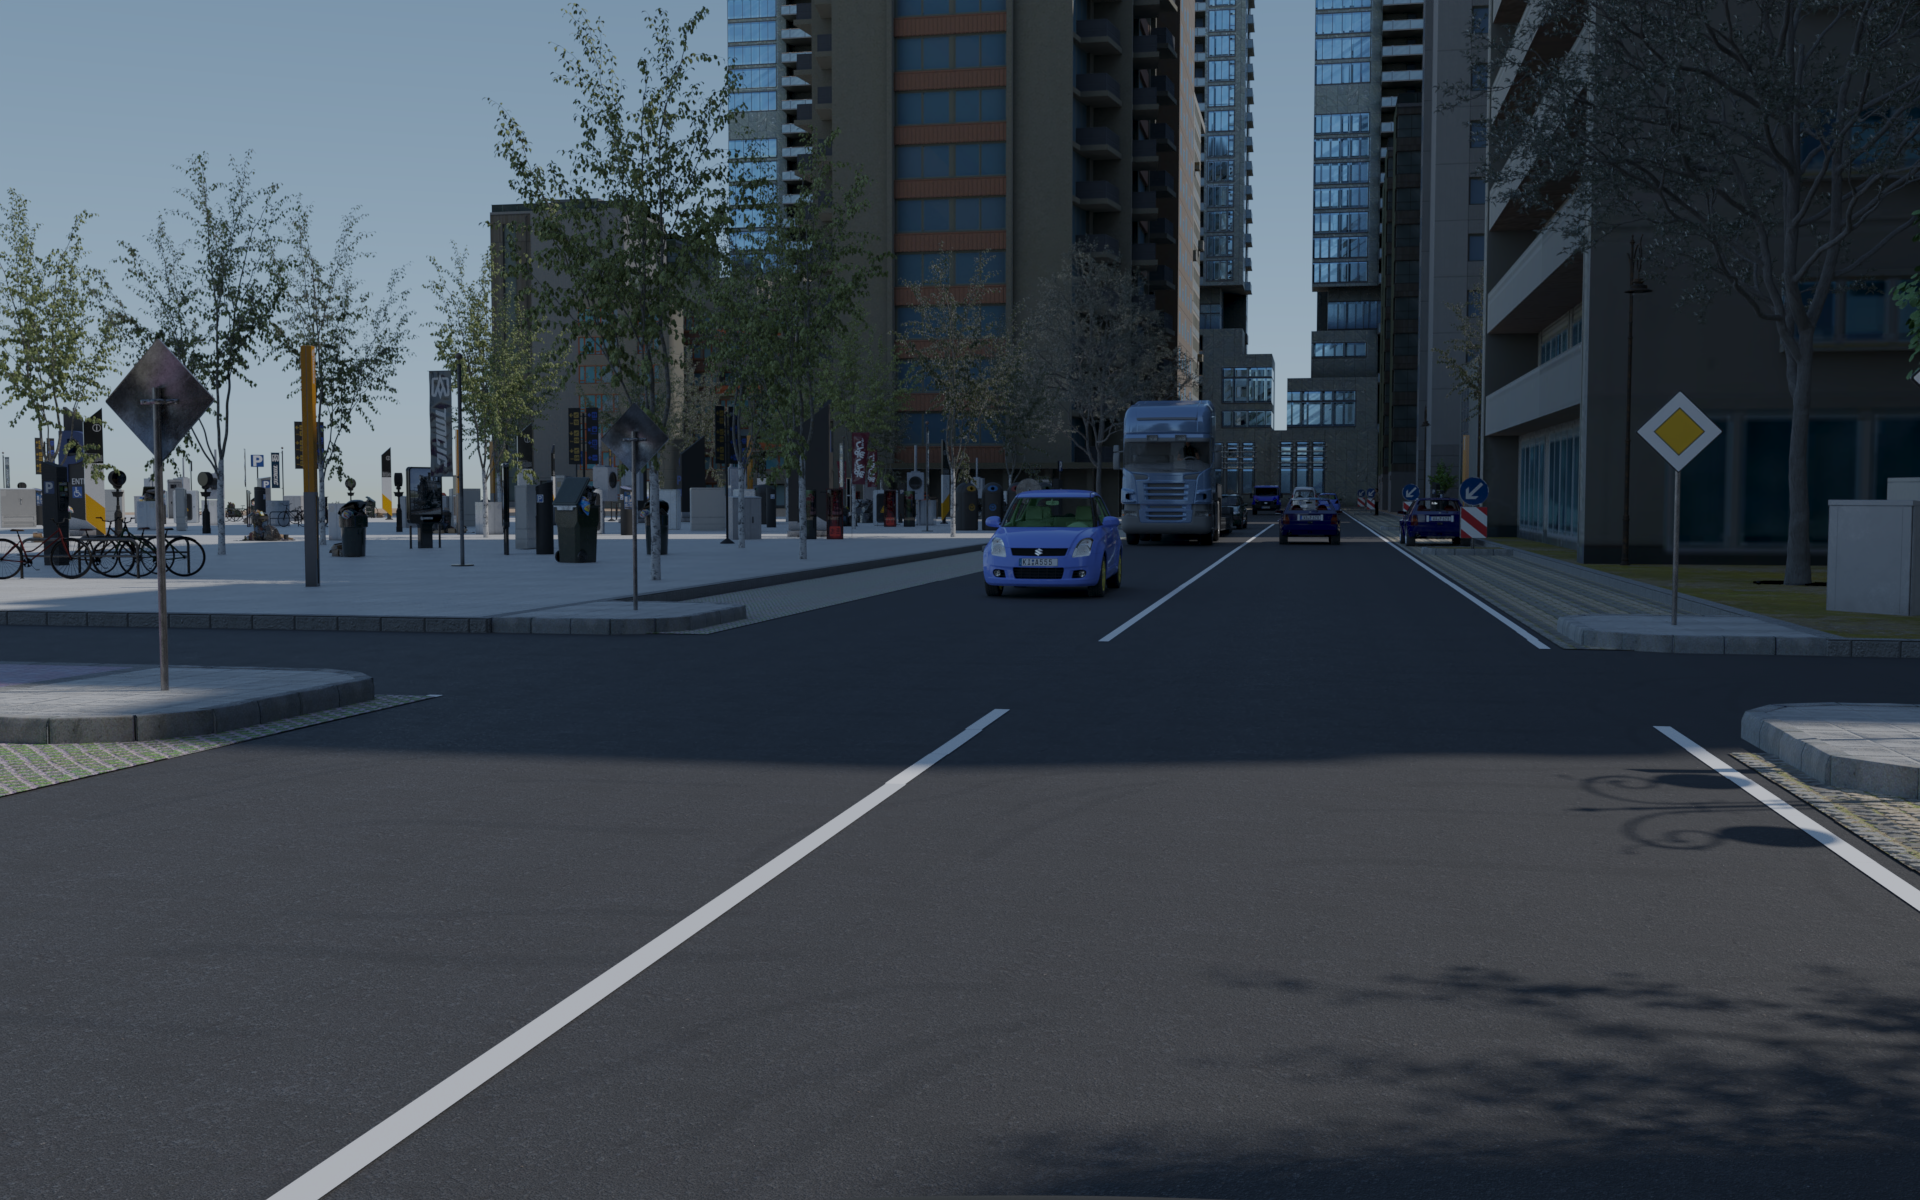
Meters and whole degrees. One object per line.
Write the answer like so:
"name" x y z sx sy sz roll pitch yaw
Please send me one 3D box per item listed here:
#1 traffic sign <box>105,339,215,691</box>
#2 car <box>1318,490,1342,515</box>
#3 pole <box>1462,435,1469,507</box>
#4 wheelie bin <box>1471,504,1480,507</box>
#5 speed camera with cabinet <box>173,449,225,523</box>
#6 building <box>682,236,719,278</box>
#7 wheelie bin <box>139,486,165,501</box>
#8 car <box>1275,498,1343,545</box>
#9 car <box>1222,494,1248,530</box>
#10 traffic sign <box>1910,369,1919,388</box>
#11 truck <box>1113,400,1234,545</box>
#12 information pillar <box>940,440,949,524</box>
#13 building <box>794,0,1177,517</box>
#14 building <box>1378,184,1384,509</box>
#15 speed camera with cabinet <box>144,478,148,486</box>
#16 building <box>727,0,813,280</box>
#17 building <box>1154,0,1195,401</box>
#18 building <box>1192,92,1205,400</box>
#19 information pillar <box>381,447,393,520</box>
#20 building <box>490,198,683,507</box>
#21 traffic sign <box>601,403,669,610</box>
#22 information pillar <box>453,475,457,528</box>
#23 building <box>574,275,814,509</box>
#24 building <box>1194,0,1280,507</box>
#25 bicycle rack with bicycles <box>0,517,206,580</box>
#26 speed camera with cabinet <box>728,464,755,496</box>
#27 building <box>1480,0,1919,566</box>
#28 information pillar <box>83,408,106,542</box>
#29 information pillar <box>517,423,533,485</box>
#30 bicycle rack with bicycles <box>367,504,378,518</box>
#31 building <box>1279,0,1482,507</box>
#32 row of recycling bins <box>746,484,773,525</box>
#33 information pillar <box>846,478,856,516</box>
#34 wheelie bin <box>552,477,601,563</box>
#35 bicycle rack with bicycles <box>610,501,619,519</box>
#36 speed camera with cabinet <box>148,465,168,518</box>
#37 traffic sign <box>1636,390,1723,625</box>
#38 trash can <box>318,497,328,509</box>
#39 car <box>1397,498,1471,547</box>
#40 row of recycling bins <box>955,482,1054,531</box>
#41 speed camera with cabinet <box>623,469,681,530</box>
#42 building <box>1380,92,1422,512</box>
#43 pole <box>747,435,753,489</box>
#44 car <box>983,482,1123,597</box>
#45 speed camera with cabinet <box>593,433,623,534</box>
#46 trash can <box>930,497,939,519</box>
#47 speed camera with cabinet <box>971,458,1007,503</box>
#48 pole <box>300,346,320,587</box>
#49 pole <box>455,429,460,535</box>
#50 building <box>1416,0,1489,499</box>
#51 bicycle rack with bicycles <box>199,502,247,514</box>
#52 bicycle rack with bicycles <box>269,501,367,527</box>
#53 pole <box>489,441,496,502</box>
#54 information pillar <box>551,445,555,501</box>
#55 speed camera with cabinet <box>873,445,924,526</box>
"traffic sign" -5.195 -0.466 11.258 0.795 2.450 0.064 1 4 12
"car" 25.898 -6.870 121.920 1.945 1.707 3.694 1 4 13
"pole" 17.466 -4.036 59.840 0.158 3.312 0.155 0 3 0
"wheelie bin" 19.436 -3.458 64.450 0.980 1.594 0.693 3 5 40
"speed camera with cabinet" -33.522 -5.011 76.267 2.038 3.252 0.660 -1 4 -14
"building" -35.723 -25.860 194.515 14.107 30.474 14.160 1 4 12
"wheelie bin" -32.842 -3.828 70.490 0.980 1.594 0.693 -3 4 -36
"car" 10.175 -2.319 50.500 1.945 1.354 3.894 1 4 10
"car" 10.879 -3.767 71.372 2.009 1.686 4.222 1 4 14
"traffic sign" 5.373 -0.332 9.066 0.795 2.450 0.064 1 4 12
"truck" 7.252 -4.028 55.620 2.967 4.110 18.799 1 4 11
"information pillar" -0.639 -5.092 74.608 0.183 3.616 0.504 3 4 37
"building" 1.876 -27.779 108.805 22.147 44.769 28.867 1 4 12
"building" 41.796 -22.645 141.947 14.160 30.474 14.107 1 4 12
"speed camera with cabinet" -44.216 -6.225 96.115 0.660 3.252 2.038 2 4 28
"building" -12.745 -53.816 192.568 31.000 86.520 22.319 1 4 12
"building" 9.982 -29.317 129.443 14.600 45.320 14.200 1 4 12
"building" 9.204 -28.247 153.724 23.993 40.220 32.217 1 4 12
"information pillar" -28.464 -5.790 86.015 0.504 3.616 0.183 -3 4 -37
"building" -37.312 -24.563 173.312 14.107 30.474 14.160 1 4 12
"traffic sign" -3.582 -0.944 19.079 0.795 2.450 0.064 1 4 12
"information pillar" -19.174 -3.774 66.194 0.304 2.012 0.304 -3 4 -38
"building" -16.703 -19.396 162.165 28.899 21.520 27.650 1 4 12
"building" 18.325 -53.416 186.030 31.000 86.520 22.319 1 4 12
"bicycle rack with bicycles" -13.187 -0.832 26.980 2.925 0.926 2.852 0 4 1
"speed camera with cabinet" -7.427 -3.938 58.730 0.660 3.252 2.038 -1 4 -19
"building" 24.002 -25.367 38.447 21.300 48.544 21.600 1 4 12
"information pillar" -23.376 -3.391 46.798 0.504 3.616 0.183 -2 4 -32
"information pillar" -14.242 -4.002 56.781 0.504 3.616 0.183 -2 4 -24
"bicycle rack with bicycles" -27.162 -3.763 74.908 2.925 0.926 2.852 0 4 3
"building" 48.702 -53.039 179.854 31.000 86.520 22.319 1 4 12
"row of recycling bins" -8.600 -4.125 74.549 1.069 1.692 3.534 -1 4 -14
"information pillar" -4.968 -4.556 78.985 0.304 2.012 0.304 -3 5 -43
"wheelie bin" -7.189 -1.503 32.478 0.980 1.594 0.693 2 4 33
"bicycle rack with bicycles" -17.555 -4.389 85.139 2.852 0.926 2.925 -1 4 -17
"speed camera with cabinet" -42.920 -6.108 94.195 2.038 3.252 0.660 1 4 15
"traffic sign" 6.986 -0.810 16.887 0.795 2.450 0.064 1 4 12
"trash can" -37.614 -5.534 102.138 0.748 1.137 0.748 0 3 0
"car" 13.231 -2.186 48.321 1.945 1.354 3.894 1 4 11
"row of recycling bins" 1.564 -3.290 60.911 3.534 1.692 1.069 0 4 3
"speed camera with cabinet" -11.129 -4.163 62.406 2.038 3.252 0.660 0 4 4
"building" 38.699 -21.718 126.794 14.160 30.474 14.107 1 4 12
"pole" -7.310 -4.067 60.333 0.158 3.312 0.155 0 3 0
"car" 1.400 -0.961 25.310 1.945 1.707 3.694 1 4 11
"speed camera with cabinet" -11.638 -3.728 55.296 0.660 3.252 2.038 1 4 16
"trash can" -1.400 -4.518 85.514 0.748 1.137 0.748 0 3 0
"speed camera with cabinet" 1.637 -6.134 94.630 2.038 3.252 0.660 1 4 14
"pole" -8.976 -1.840 23.924 0.158 3.312 0.155 0 3 0
"pole" -15.774 -3.712 54.540 0.158 3.312 0.155 0 3 0
"building" 38.663 -34.376 104.044 21.231 58.520 28.212 1 4 12
"bicycle rack with bicycles" -34.210 -4.103 80.467 2.925 0.926 2.852 0 4 -4
"bicycle rack with bicycles" -25.321 -3.305 67.412 2.852 0.926 2.925 1 4 16
"pole" -18.075 -4.473 66.973 0.158 3.312 0.155 0 3 0
"information pillar" -19.204 -5.531 81.783 0.183 3.616 0.504 0 4 -2
"speed camera with cabinet" -2.479 -4.627 69.984 2.038 3.252 0.660 0 4 1
